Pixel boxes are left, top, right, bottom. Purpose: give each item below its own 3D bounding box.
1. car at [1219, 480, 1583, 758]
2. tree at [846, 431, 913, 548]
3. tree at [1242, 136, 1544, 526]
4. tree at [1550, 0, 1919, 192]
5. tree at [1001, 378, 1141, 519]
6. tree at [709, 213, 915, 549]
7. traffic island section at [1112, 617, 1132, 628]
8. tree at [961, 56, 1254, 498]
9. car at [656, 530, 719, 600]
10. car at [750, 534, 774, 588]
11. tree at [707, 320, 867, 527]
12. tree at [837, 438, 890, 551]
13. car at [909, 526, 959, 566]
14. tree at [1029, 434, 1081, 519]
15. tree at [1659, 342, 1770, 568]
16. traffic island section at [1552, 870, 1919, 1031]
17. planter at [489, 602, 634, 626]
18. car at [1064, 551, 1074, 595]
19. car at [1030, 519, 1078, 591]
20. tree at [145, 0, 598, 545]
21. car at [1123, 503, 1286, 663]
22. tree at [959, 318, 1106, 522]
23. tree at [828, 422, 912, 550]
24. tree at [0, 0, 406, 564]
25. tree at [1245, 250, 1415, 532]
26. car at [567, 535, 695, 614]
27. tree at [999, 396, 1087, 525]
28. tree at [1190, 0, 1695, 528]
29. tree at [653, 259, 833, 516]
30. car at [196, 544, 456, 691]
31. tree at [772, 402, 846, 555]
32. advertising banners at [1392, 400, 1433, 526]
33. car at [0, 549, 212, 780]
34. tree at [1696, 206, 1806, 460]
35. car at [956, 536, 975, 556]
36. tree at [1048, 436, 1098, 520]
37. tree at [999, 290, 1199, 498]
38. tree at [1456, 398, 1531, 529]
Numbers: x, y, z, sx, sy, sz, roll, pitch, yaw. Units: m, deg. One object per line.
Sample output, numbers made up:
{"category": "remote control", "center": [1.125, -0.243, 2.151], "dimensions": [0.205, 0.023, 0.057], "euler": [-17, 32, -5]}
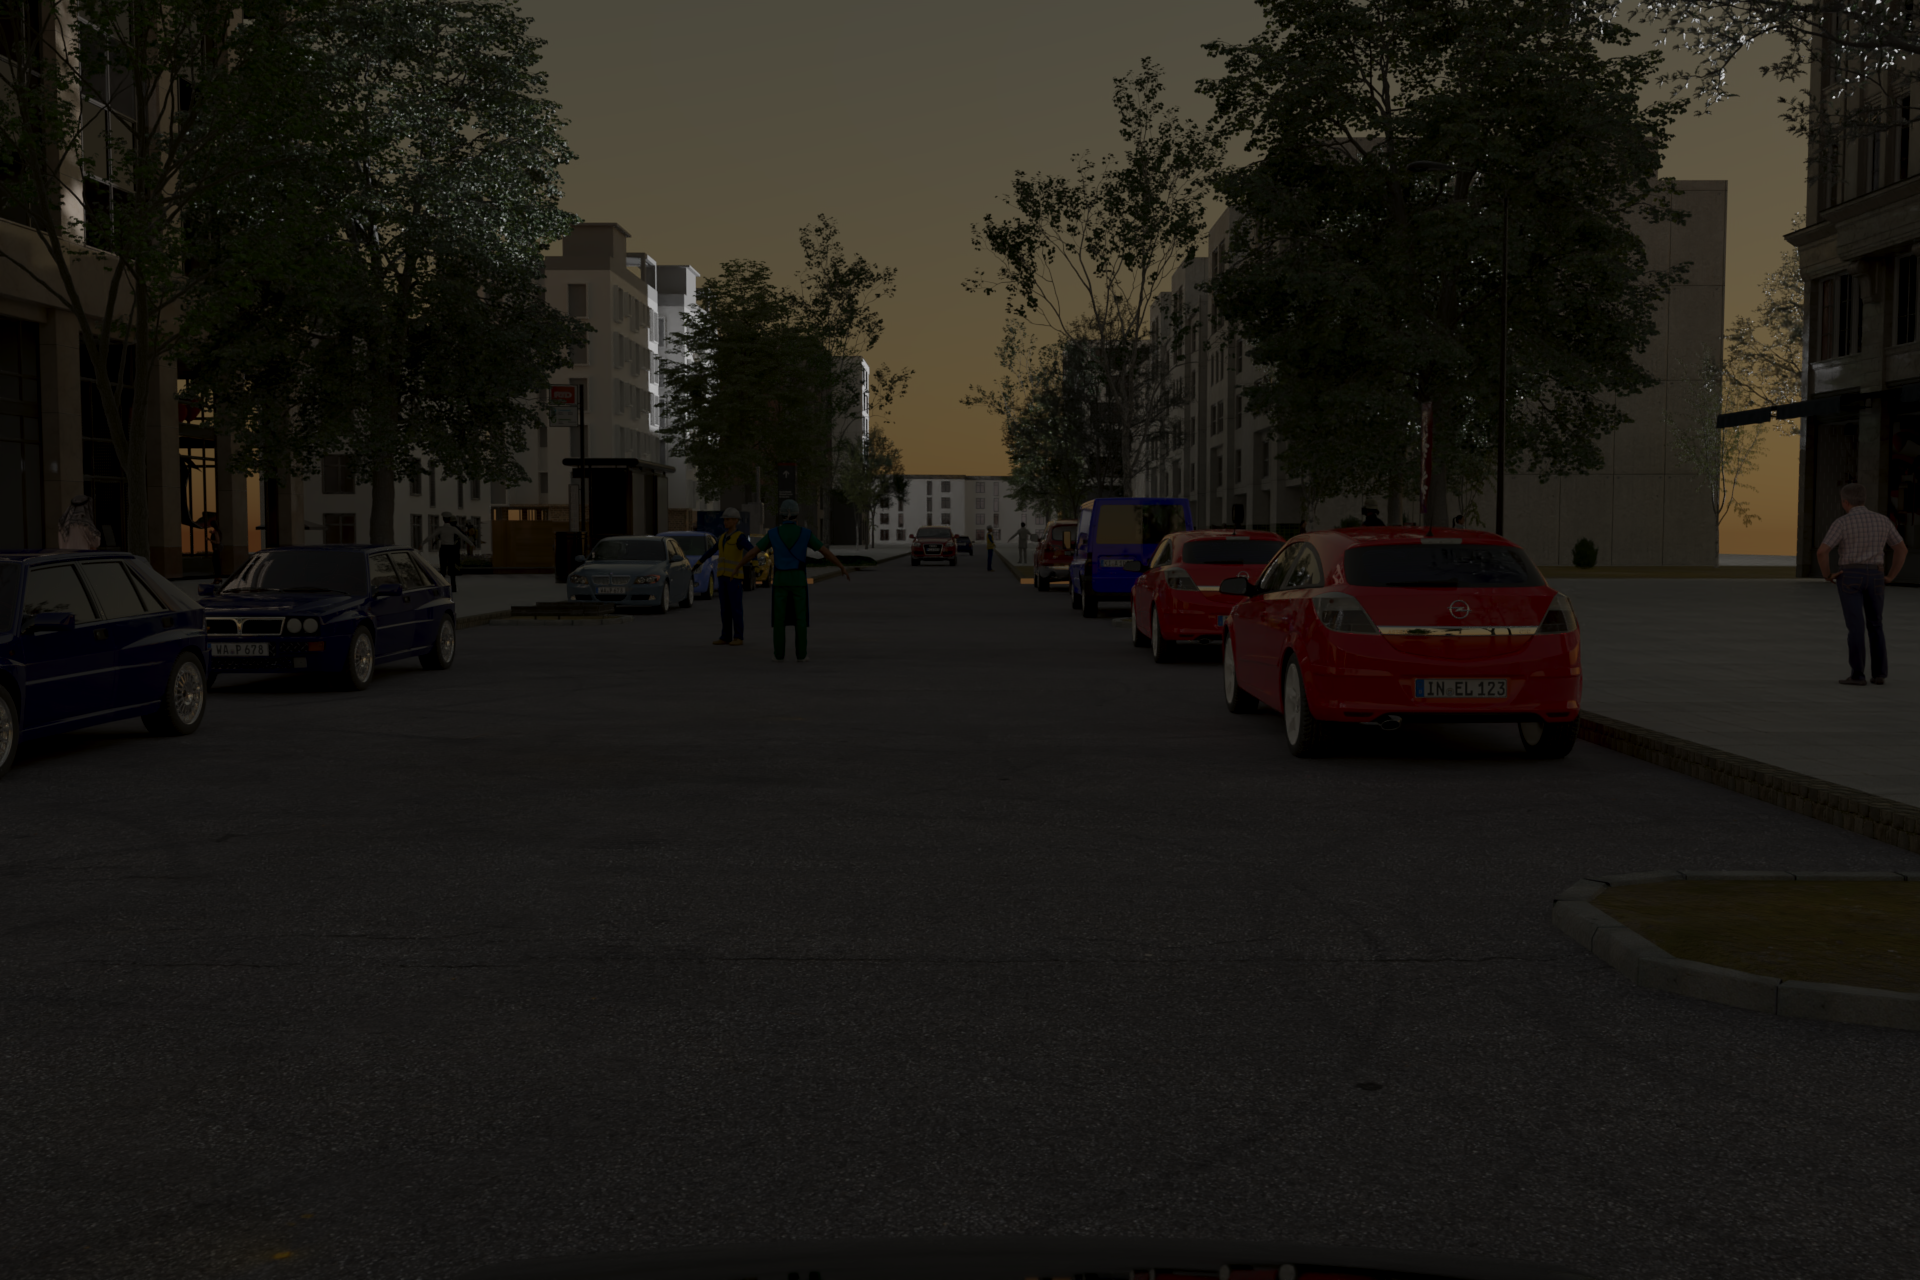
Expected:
{"category": "car", "center": [3.026, -0.216, 12.572], "dimensions": [2.155, 1.783, 4.494], "euler": [0, 4, 0]}
{"category": "tree", "center": [-7.536, -13.467, 154.594], "dimensions": [8.767, 10.594, 7.601], "euler": [3, 5, 41]}
{"category": "tree", "center": [13.662, -9.048, 54.597], "dimensions": [9.857, 13.997, 8.962], "euler": [0, 3, 0]}
{"category": "tree", "center": [9.090, -6.259, 12.700], "dimensions": [12.009, 13.543, 11.850], "euler": [0, 3, 0]}
{"category": "tree", "center": [6.891, -10.307, 102.930], "dimensions": [8.767, 10.594, 7.601], "euler": [-2, 4, -28]}
{"category": "tree", "center": [-9.029, -15.248, 105.188], "dimensions": [12.611, 20.169, 13.585], "euler": [0, 3, 0]}
{"category": "traffic island section", "center": [3.394, -0.260, 27.117], "dimensions": [1.991, 0.108, 1.994], "euler": [0, 4, 1]}
{"category": "tree", "center": [6.419, -13.194, 71.606], "dimensions": [12.611, 20.169, 13.585], "euler": [0, 3, 0]}
{"category": "car", "center": [-6.210, -1.786, 38.786], "dimensions": [1.945, 1.707, 3.694], "euler": [0, 4, 1]}
{"category": "car", "center": [-5.895, -2.277, 47.455], "dimensions": [2.015, 1.641, 3.980], "euler": [0, 4, 0]}
{"category": "tree", "center": [-8.621, -9.629, 83.193], "dimensions": [9.928, 11.665, 9.643], "euler": [0, 3, 0]}
{"category": "tree", "center": [-7.697, -11.131, 132.359], "dimensions": [4.737, 8.622, 4.395], "euler": [0, 3, 0]}
{"category": "car", "center": [-1.162, -4.318, 79.277], "dimensions": [2.281, 1.827, 5.304], "euler": [0, 4, 1]}
{"category": "tree", "center": [7.504, -10.709, 125.450], "dimensions": [4.360, 8.622, 3.978], "euler": [0, 3, 0]}
{"category": "tree", "center": [28.983, -7.070, 65.951], "dimensions": [4.360, 8.622, 3.978], "euler": [0, 3, 0]}
{"category": "traffic island section", "center": [3.157, 1.034, 5.953], "dimensions": [1.991, 0.108, 1.994], "euler": [0, 4, 1]}
{"category": "planter", "center": [-6.369, -0.423, 28.064], "dimensions": [1.991, 0.319, 1.994], "euler": [0, 4, 1]}
{"category": "car", "center": [3.418, -1.827, 39.653], "dimensions": [2.009, 1.686, 4.222], "euler": [0, 4, 1]}
{"category": "car", "center": [2.968, -2.211, 44.823], "dimensions": [2.281, 1.827, 5.304], "euler": [0, 4, 1]}
{"category": "tree", "center": [-12.420, -7.982, 37.165], "dimensions": [9.857, 13.997, 8.962], "euler": [0, 3, 0]}
{"category": "car", "center": [3.063, -0.711, 20.663], "dimensions": [2.155, 1.783, 4.494], "euler": [0, 4, 1]}
{"category": "tree", "center": [6.758, -18.150, 152.637], "dimensions": [12.611, 20.169, 13.585], "euler": [0, 3, 0]}
{"category": "tree", "center": [-7.415, -12.749, 142.854], "dimensions": [7.601, 10.594, 8.767], "euler": [-2, 4, -28]}
{"category": "tree", "center": [-11.907, -6.037, 24.457], "dimensions": [9.928, 11.665, 9.643], "euler": [0, 3, 0]}
{"category": "tree", "center": [8.688, -5.715, 43.797], "dimensions": [4.360, 8.622, 3.978], "euler": [0, 3, 0]}
{"category": "car", "center": [-6.091, -1.250, 32.442], "dimensions": [2.014, 1.417, 4.499], "euler": [0, 4, 0]}
{"category": "tree", "center": [6.789, -13.579, 140.140], "dimensions": [7.486, 12.596, 7.792], "euler": [0, 3, 0]}
{"category": "tree", "center": [9.236, -7.769, 33.686], "dimensions": [9.857, 13.997, 8.962], "euler": [0, 3, 0]}
{"category": "tree", "center": [-9.266, -9.424, 72.211], "dimensions": [7.486, 12.596, 7.792], "euler": [0, 3, 0]}
{"category": "car", "center": [-6.281, -0.271, 17.017], "dimensions": [1.945, 1.354, 3.894], "euler": [0, 4, 1]}
{"category": "tree", "center": [-8.686, -8.832, 94.771], "dimensions": [4.360, 8.622, 3.978], "euler": [0, 3, 0]}
{"category": "advertising banners", "center": [6.170, -1.686, 23.749], "dimensions": [0.090, 3.025, 2.074], "euler": [0, 4, 0]}
{"category": "car", "center": [-6.351, 0.094, 11.042], "dimensions": [1.945, 1.354, 3.894], "euler": [0, 4, 1]}
{"category": "tree", "center": [28.794, -8.801, 54.266], "dimensions": [12.009, 13.543, 11.850], "euler": [0, 3, 0]}
{"category": "car", "center": [0.018, -6.311, 115.768], "dimensions": [1.945, 1.354, 3.894], "euler": [0, 4, 0]}
{"category": "tree", "center": [7.150, -9.902, 112.261], "dimensions": [4.737, 8.622, 4.395], "euler": [0, 3, 0]}
{"category": "tree", "center": [7.173, -10.779, 86.599], "dimensions": [12.009, 13.543, 11.850], "euler": [0, 3, 0]}
{"category": "tree", "center": [19.771, -7.139, 67.092], "dimensions": [4.737, 8.622, 4.395], "euler": [0, 3, 0]}
